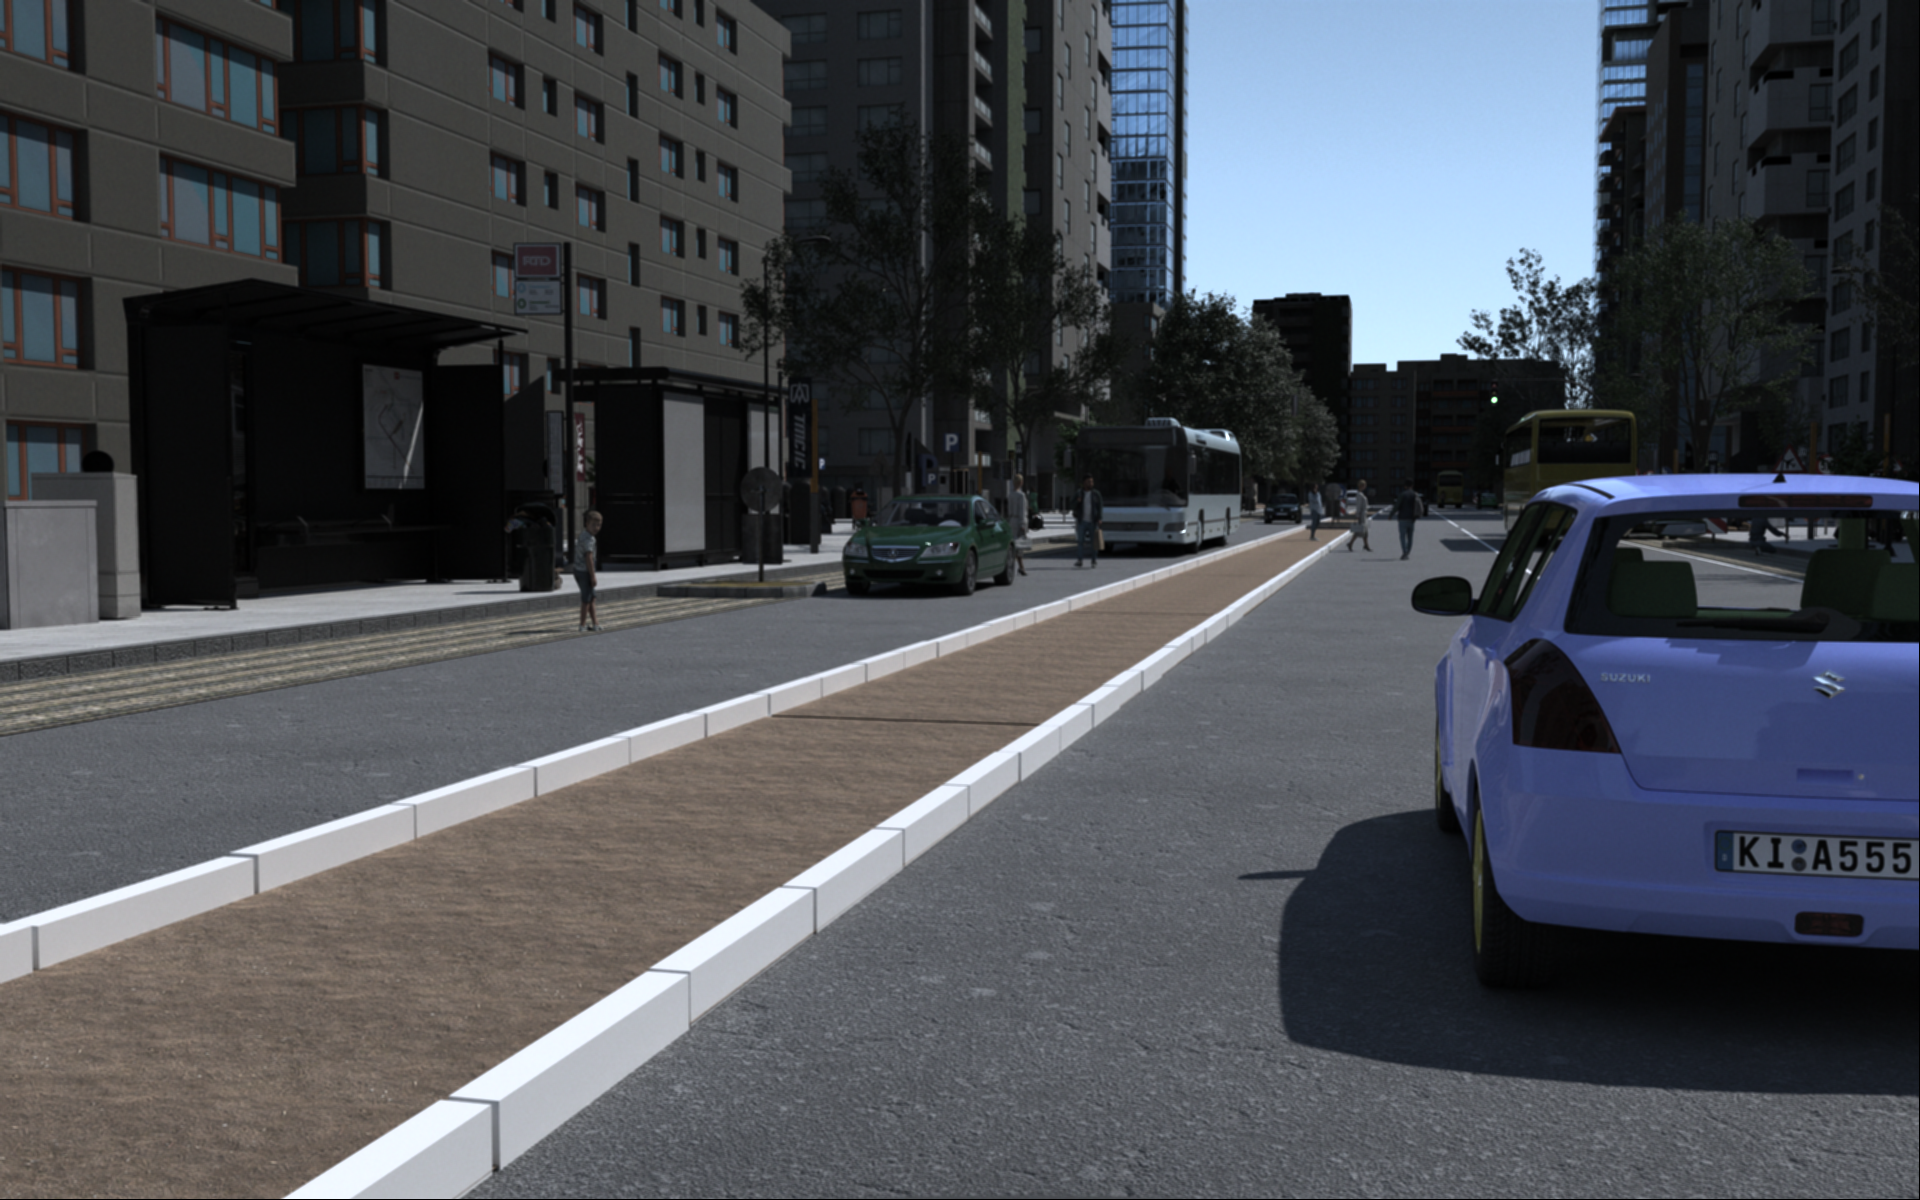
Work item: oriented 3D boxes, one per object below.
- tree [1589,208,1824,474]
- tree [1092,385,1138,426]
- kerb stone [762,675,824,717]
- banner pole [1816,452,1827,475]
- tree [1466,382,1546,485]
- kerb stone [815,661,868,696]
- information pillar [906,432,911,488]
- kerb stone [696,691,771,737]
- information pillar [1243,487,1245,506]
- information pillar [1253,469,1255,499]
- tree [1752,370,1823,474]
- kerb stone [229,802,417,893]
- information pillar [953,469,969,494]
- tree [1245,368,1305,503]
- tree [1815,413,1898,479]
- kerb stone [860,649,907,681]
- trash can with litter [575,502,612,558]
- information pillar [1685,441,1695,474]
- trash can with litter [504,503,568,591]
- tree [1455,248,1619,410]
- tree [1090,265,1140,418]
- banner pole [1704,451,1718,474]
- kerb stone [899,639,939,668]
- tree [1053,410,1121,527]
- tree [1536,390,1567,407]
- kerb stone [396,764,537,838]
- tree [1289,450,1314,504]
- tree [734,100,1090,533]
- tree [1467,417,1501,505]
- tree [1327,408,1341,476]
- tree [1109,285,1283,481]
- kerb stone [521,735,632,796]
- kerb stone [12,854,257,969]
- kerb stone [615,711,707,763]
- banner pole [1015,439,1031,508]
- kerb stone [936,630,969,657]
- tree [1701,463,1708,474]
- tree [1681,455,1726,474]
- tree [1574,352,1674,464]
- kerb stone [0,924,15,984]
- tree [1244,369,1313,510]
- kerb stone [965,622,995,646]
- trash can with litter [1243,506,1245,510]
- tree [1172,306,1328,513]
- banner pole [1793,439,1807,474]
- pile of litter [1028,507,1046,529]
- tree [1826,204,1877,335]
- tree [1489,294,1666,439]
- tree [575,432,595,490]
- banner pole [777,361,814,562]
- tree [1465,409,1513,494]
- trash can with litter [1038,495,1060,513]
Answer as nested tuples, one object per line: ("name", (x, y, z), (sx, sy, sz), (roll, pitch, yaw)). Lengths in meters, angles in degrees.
("tree", (26.618, -8.334, 62.014), (9.928, 11.665, 9.643), (0, 3, 0))
("tree", (9.727, -9.716, 109.221), (4.360, 8.622, 3.978), (0, 3, 0))
("kerb stone", (-1.151, 0.647, 11.624), (0.120, 0.150, 1.000), (1, 4, 14))
("banner pole", (45.232, -6.204, 91.449), (0.863, 3.779, 0.401), (2, 4, 29))
("tree", (60.406, -17.354, 190.386), (9.857, 13.997, 8.962), (0, 3, 0))
("kerb stone", (-0.897, 0.589, 12.627), (0.120, 0.150, 1.000), (1, 4, 14))
("information pillar", (-1.946, -4.535, 65.505), (0.183, 3.616, 0.504), (-1, 4, -15))
("kerb stone", (-1.413, 0.708, 10.636), (0.120, 0.150, 1.000), (1, 4, 14))
("information pillar", (23.718, -8.615, 145.348), (0.304, 2.012, 0.304), (-2, 4, -29))
("information pillar", (21.883, -8.413, 128.903), (0.183, 3.616, 0.504), (1, 4, 10))
("tree", (48.661, -9.280, 102.086), (4.737, 8.622, 4.395), (0, 3, 0))
("kerb stone", (-2.431, 0.950, 6.666), (0.120, 0.150, 1.000), (1, 4, 14))
("information pillar", (0.059, -2.898, 51.871), (0.304, 2.012, 0.304), (2, 4, 27))
("tree", (26.591, -14.214, 150.533), (7.486, 12.596, 7.792), (0, 3, 0))
("tree", (21.445, -2.869, 41.509), (1.663, 3.219, 1.824), (0, 3, 0))
("kerb stone", (-0.637, 0.525, 13.618), (0.120, 0.150, 1.000), (1, 4, 14))
("trash can with litter", (-7.317, -1.397, 34.221), (1.055, 1.170, 0.624), (-3, 5, -45))
("information pillar", (32.274, -5.213, 76.588), (0.504, 3.616, 0.183), (1, 4, 13))
("trash can with litter", (-5.628, -0.710, 22.997), (0.624, 1.170, 1.055), (0, 4, -2))
("tree", (44.422, -17.133, 136.014), (12.611, 20.169, 13.585), (0, 3, 0))
("tree", (2.383, -7.525, 57.443), (8.767, 10.594, 7.601), (3, 5, 39))
("banner pole", (38.248, -6.020, 88.448), (0.863, 3.779, 0.401), (1, 4, 15))
("kerb stone", (-0.385, 0.464, 14.615), (0.120, 0.150, 1.000), (1, 4, 14))
("tree", (5.019, -5.076, 66.703), (4.285, 4.588, 4.351), (0, 3, 0))
("tree", (41.394, -10.424, 120.791), (4.737, 8.622, 4.395), (0, 3, 0))
("kerb stone", (-2.181, 0.889, 7.657), (0.120, 0.150, 1.000), (1, 4, 14))
("tree", (43.990, -16.544, 220.853), (4.360, 8.622, 3.978), (0, 3, 0))
("tree", (-1.679, -6.586, 42.087), (8.767, 10.594, 7.601), (1, 4, 10))
("tree", (64.362, -16.639, 206.455), (8.767, 10.594, 7.601), (2, 4, 30))
("tree", (39.014, -17.750, 196.863), (9.857, 13.997, 8.962), (0, 3, 0))
("tree", (13.022, -10.903, 95.265), (9.611, 12.733, 9.660), (0, 3, 0))
("kerb stone", (-1.923, 0.829, 8.646), (0.120, 0.150, 1.000), (1, 4, 14))
("kerb stone", (-2.688, 1.019, 5.678), (0.120, 0.150, 1.000), (1, 4, 14))
("kerb stone", (-1.674, 0.768, 9.642), (0.120, 0.150, 1.000), (1, 4, 14))
("banner pole", (2.695, -5.049, 72.574), (0.863, 3.779, 0.401), (1, 4, 19))
("kerb stone", (-0.119, 0.410, 15.606), (0.120, 0.150, 1.000), (1, 4, 14))
("tree", (38.907, -5.855, 90.325), (1.663, 3.219, 1.824), (0, 3, 0))
("tree", (59.217, -9.425, 137.806), (4.285, 4.588, 4.351), (0, 3, 0))
("tree", (34.693, -8.531, 89.841), (4.737, 8.622, 4.395), (0, 3, 0))
("kerb stone", (-2.940, 1.071, 4.679), (0.120, 0.150, 1.000), (1, 4, 14))
("tree", (23.743, -13.068, 139.425), (9.928, 11.665, 9.643), (0, 3, 0))
("kerb stone", (0.135, 0.350, 16.597), (0.120, 0.150, 1.000), (1, 4, 14))
("trash can with litter", (23.222, -8.082, 143.532), (1.055, 1.170, 0.624), (-2, 4, -24))
("tree", (19.144, -13.015, 119.442), (9.857, 13.997, 8.962), (0, 3, 0))
("banner pole", (37.956, -5.406, 78.406), (0.401, 3.779, 0.863), (-2, 4, -28))
("pile of litter", (2.357, -3.038, 63.629), (1.719, 0.858, 1.176), (0, 4, -8))
("tree", (17.953, -4.903, 30.523), (4.360, 8.622, 3.978), (0, 3, 0))
("tree", (38.056, -12.046, 107.319), (12.009, 13.543, 11.850), (0, 3, 0))
("tree", (-9.465, -3.165, 46.346), (1.663, 3.219, 1.824), (0, 3, 0))
("banner pole", (-3.160, -2.606, 32.618), (0.863, 3.779, 0.401), (1, 4, 14))
("tree", (67.502, -18.292, 217.206), (7.486, 12.596, 7.792), (0, 3, 0))
("trash can with litter", (6.065, -6.420, 116.017), (2.233, 1.210, 1.678), (-1, 4, -19))
